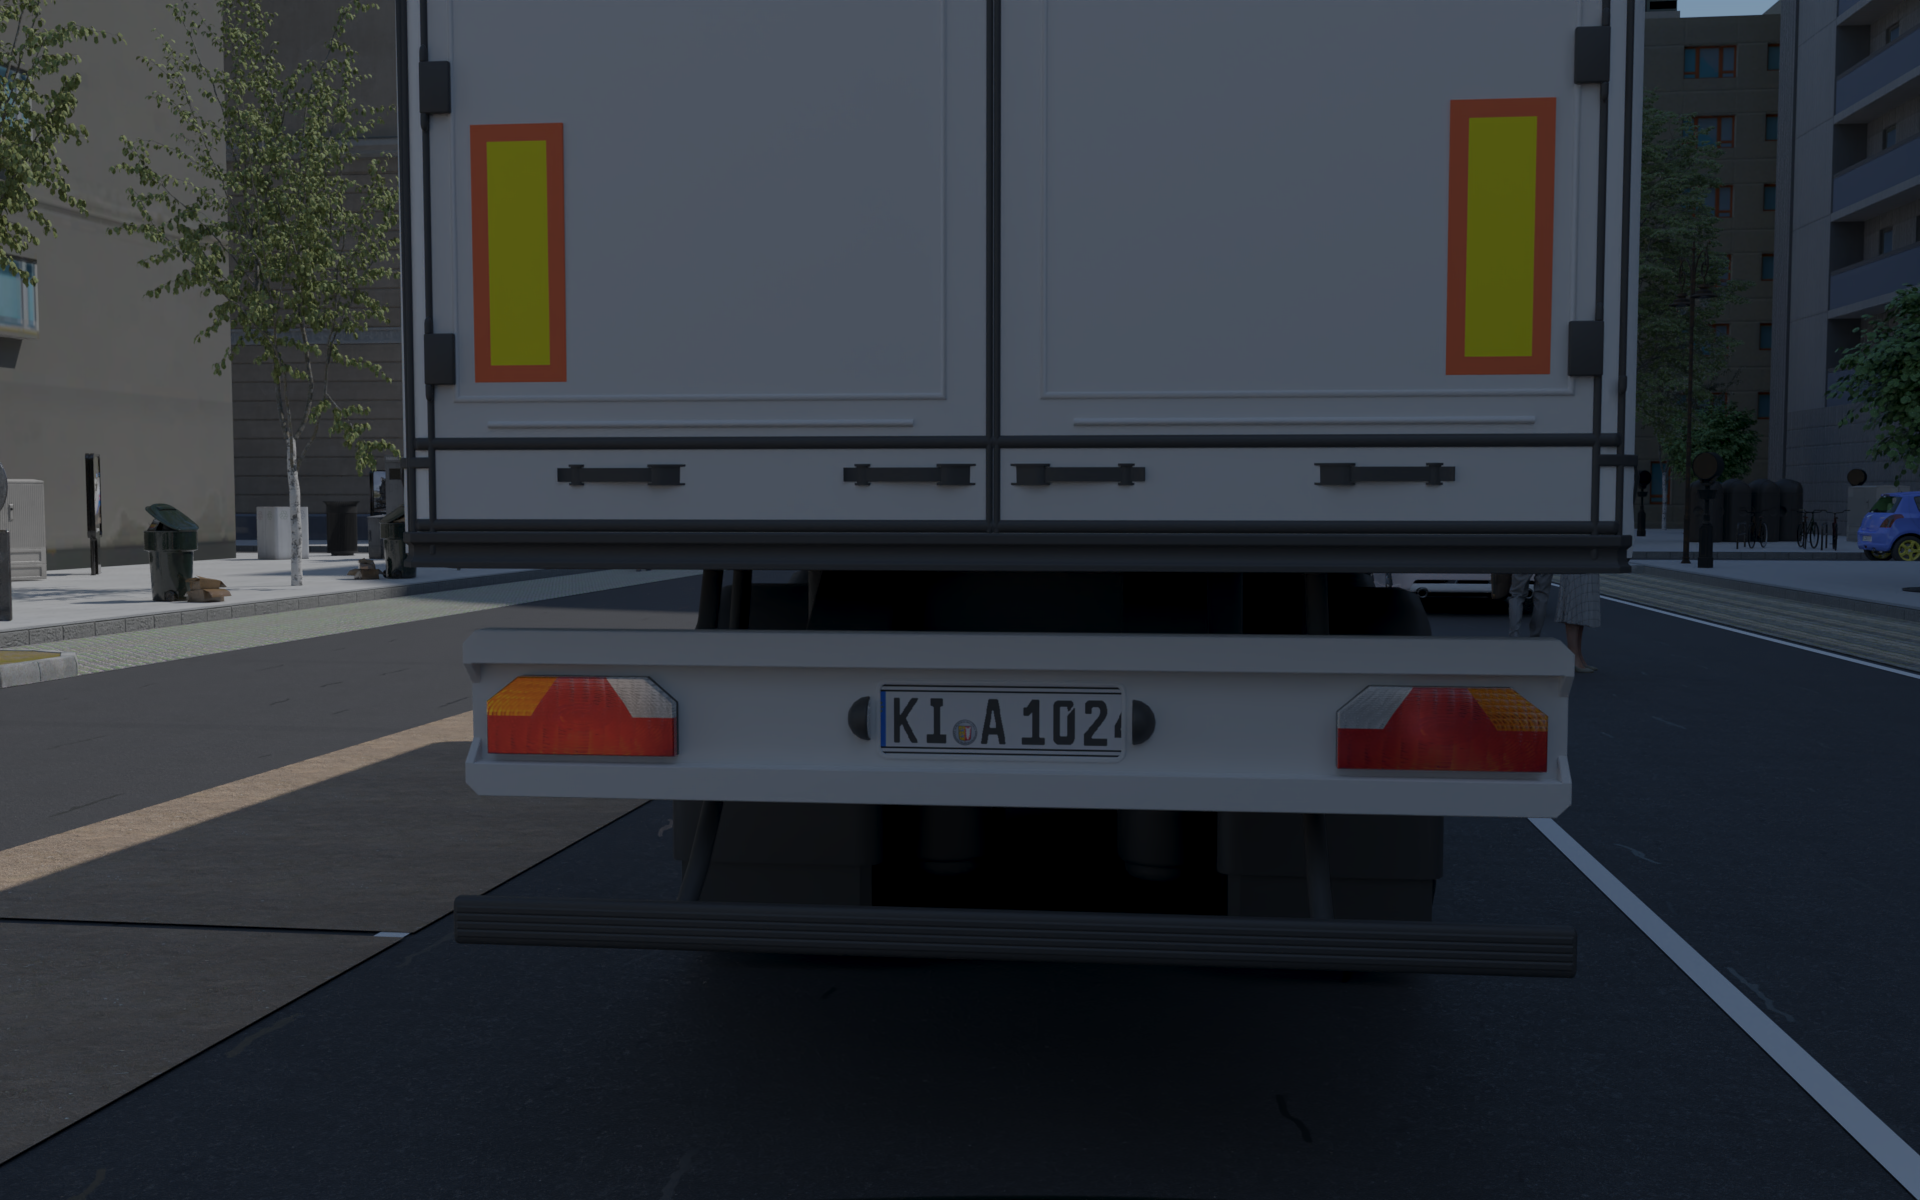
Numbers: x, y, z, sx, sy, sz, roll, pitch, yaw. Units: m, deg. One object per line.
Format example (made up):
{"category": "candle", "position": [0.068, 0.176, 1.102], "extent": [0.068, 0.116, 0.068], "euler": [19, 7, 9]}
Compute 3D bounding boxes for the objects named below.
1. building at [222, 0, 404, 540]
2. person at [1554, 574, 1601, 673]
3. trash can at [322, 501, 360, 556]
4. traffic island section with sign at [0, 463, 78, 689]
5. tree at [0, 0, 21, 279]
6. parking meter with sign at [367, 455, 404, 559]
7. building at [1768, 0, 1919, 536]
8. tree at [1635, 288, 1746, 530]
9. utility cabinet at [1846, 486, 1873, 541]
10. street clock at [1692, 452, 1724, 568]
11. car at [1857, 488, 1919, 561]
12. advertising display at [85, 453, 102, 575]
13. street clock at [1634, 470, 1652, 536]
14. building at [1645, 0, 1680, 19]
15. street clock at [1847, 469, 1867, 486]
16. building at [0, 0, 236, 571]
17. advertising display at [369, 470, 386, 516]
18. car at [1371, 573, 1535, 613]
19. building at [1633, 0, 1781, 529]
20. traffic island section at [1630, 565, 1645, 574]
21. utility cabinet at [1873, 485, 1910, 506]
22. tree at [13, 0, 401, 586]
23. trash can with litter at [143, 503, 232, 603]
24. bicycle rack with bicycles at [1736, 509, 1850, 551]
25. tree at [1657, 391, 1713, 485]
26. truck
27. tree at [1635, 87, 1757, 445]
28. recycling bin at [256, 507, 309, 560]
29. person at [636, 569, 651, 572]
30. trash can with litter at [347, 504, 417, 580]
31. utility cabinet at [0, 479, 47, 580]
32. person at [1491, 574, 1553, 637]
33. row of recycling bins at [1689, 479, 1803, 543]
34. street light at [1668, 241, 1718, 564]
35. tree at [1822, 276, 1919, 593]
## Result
{"category": "building", "position": [-14.901, -16.558, 56.627], "extent": [13.634, 28.700, 20.117], "euler": [0, 4, 8]}
{"category": "person", "position": [5.079, -0.298, 13.937], "extent": [0.524, 1.755, 0.480], "euler": [2, 4, 31]}
{"category": "trash can", "position": [-12.877, -1.494, 36.087], "extent": [0.748, 1.137, 0.748], "euler": [0, 3, 0]}
{"category": "traffic island section with sign", "position": [-7.984, -0.282, 13.247], "extent": [1.989, 1.847, 2.006], "euler": [0, 4, 8]}
{"category": "tree", "position": [-10.988, -4.169, 18.518], "extent": [4.737, 8.622, 4.395], "euler": [0, 3, 0]}
{"category": "parking meter with sign", "position": [-10.867, -2.306, 33.958], "extent": [1.738, 3.016, 0.543], "euler": [2, 4, 25]}
{"category": "building", "position": [40.543, -30.915, 47.452], "extent": [28.212, 58.520, 21.231], "euler": [0, 4, 8]}
{"category": "tree", "position": [24.985, -6.763, 60.931], "extent": [4.360, 8.622, 3.978], "euler": [0, 3, 0]}
{"category": "utility cabinet", "position": [24.113, -2.281, 45.970], "extent": [0.318, 1.500, 1.173], "euler": [-1, 4, -16]}
{"category": "street clock", "position": [12.946, -1.557, 30.020], "extent": [0.358, 2.002, 0.471], "euler": [-3, 4, -38]}
{"category": "car", "position": [20.531, -1.587, 35.534], "extent": [3.694, 1.707, 1.945], "euler": [0, 4, 7]}
{"category": "advertising display", "position": [-13.829, -1.373, 27.668], "extent": [0.123, 1.923, 0.974], "euler": [-1, 4, -21]}
{"category": "street clock", "position": [20.637, -2.926, 52.404], "extent": [0.471, 2.002, 0.358], "euler": [-1, 4, -16]}
{"category": "building", "position": [34.725, -20.446, 105.991], "extent": [14.160, 30.474, 14.107], "euler": [0, 4, 8]}
{"category": "street clock", "position": [25.698, -2.757, 49.655], "extent": [0.471, 2.002, 0.358], "euler": [3, 5, 44]}
{"category": "building", "position": [-26.314, -24.485, 24.035], "extent": [21.600, 48.544, 21.300], "euler": [0, 4, 8]}
{"category": "advertising display", "position": [-15.387, -2.515, 46.340], "extent": [0.123, 1.923, 0.974], "euler": [2, 4, 25]}
{"category": "car", "position": [6.339, -0.609, 22.322], "extent": [2.083, 1.381, 4.827], "euler": [1, 4, 9]}
{"category": "building", "position": [36.518, -14.144, 76.302], "extent": [27.650, 21.520, 28.899], "euler": [0, 4, 8]}
{"category": "traffic island section", "position": [11.464, -0.629, 32.572], "extent": [2.009, 0.180, 2.903], "euler": [0, 4, 8]}
{"category": "utility cabinet", "position": [23.530, -2.142, 43.694], "extent": [0.318, 1.500, 1.173], "euler": [0, 4, 4]}
{"category": "tree", "position": [-9.265, -4.488, 23.749], "extent": [4.737, 8.622, 4.395], "euler": [0, 3, 0]}
{"category": "trash can with litter", "position": [-9.221, -0.572, 20.743], "extent": [1.055, 1.170, 0.624], "euler": [1, 4, 19]}
{"category": "bicycle rack with bicycles", "position": [19.486, -1.670, 40.685], "extent": [2.852, 0.926, 2.925], "euler": [2, 4, 31]}
{"category": "tree", "position": [23.940, -4.375, 55.244], "extent": [4.285, 4.588, 4.351], "euler": [0, 3, 0]}
{"category": "truck", "position": [0.707, -1.219, 8.848], "extent": [2.839, 4.237, 11.283], "euler": [0, 4, 7]}
{"category": "tree", "position": [16.962, -7.793, 45.535], "extent": [7.486, 12.596, 7.792], "euler": [0, 3, 0]}
{"category": "recycling bin", "position": [-13.342, -1.319, 34.123], "extent": [0.722, 1.027, 0.722], "euler": [3, 4, 38]}
{"category": "person", "position": [-5.909, -1.410, 31.982], "extent": [0.576, 1.772, 0.534], "euler": [-1, 4, -11]}
{"category": "trash can with litter", "position": [-8.656, -0.902, 26.142], "extent": [1.055, 1.170, 0.624], "euler": [-3, 5, -40]}
{"category": "utility cabinet", "position": [-14.008, -1.015, 25.278], "extent": [0.318, 1.500, 1.173], "euler": [2, 4, 34]}
{"category": "person", "position": [5.073, -0.411, 15.347], "extent": [0.709, 1.813, 0.853], "euler": [1, 4, 20]}
{"category": "row of recycling bins", "position": [21.125, -2.408, 46.480], "extent": [3.534, 1.692, 1.069], "euler": [-1, 4, -19]}
{"category": "street light", "position": [13.413, -3.611, 31.826], "extent": [0.468, 5.910, 1.993], "euler": [0, 4, 8]}
{"category": "tree", "position": [13.141, -2.381, 22.648], "extent": [4.285, 4.588, 4.351], "euler": [0, 3, 0]}
